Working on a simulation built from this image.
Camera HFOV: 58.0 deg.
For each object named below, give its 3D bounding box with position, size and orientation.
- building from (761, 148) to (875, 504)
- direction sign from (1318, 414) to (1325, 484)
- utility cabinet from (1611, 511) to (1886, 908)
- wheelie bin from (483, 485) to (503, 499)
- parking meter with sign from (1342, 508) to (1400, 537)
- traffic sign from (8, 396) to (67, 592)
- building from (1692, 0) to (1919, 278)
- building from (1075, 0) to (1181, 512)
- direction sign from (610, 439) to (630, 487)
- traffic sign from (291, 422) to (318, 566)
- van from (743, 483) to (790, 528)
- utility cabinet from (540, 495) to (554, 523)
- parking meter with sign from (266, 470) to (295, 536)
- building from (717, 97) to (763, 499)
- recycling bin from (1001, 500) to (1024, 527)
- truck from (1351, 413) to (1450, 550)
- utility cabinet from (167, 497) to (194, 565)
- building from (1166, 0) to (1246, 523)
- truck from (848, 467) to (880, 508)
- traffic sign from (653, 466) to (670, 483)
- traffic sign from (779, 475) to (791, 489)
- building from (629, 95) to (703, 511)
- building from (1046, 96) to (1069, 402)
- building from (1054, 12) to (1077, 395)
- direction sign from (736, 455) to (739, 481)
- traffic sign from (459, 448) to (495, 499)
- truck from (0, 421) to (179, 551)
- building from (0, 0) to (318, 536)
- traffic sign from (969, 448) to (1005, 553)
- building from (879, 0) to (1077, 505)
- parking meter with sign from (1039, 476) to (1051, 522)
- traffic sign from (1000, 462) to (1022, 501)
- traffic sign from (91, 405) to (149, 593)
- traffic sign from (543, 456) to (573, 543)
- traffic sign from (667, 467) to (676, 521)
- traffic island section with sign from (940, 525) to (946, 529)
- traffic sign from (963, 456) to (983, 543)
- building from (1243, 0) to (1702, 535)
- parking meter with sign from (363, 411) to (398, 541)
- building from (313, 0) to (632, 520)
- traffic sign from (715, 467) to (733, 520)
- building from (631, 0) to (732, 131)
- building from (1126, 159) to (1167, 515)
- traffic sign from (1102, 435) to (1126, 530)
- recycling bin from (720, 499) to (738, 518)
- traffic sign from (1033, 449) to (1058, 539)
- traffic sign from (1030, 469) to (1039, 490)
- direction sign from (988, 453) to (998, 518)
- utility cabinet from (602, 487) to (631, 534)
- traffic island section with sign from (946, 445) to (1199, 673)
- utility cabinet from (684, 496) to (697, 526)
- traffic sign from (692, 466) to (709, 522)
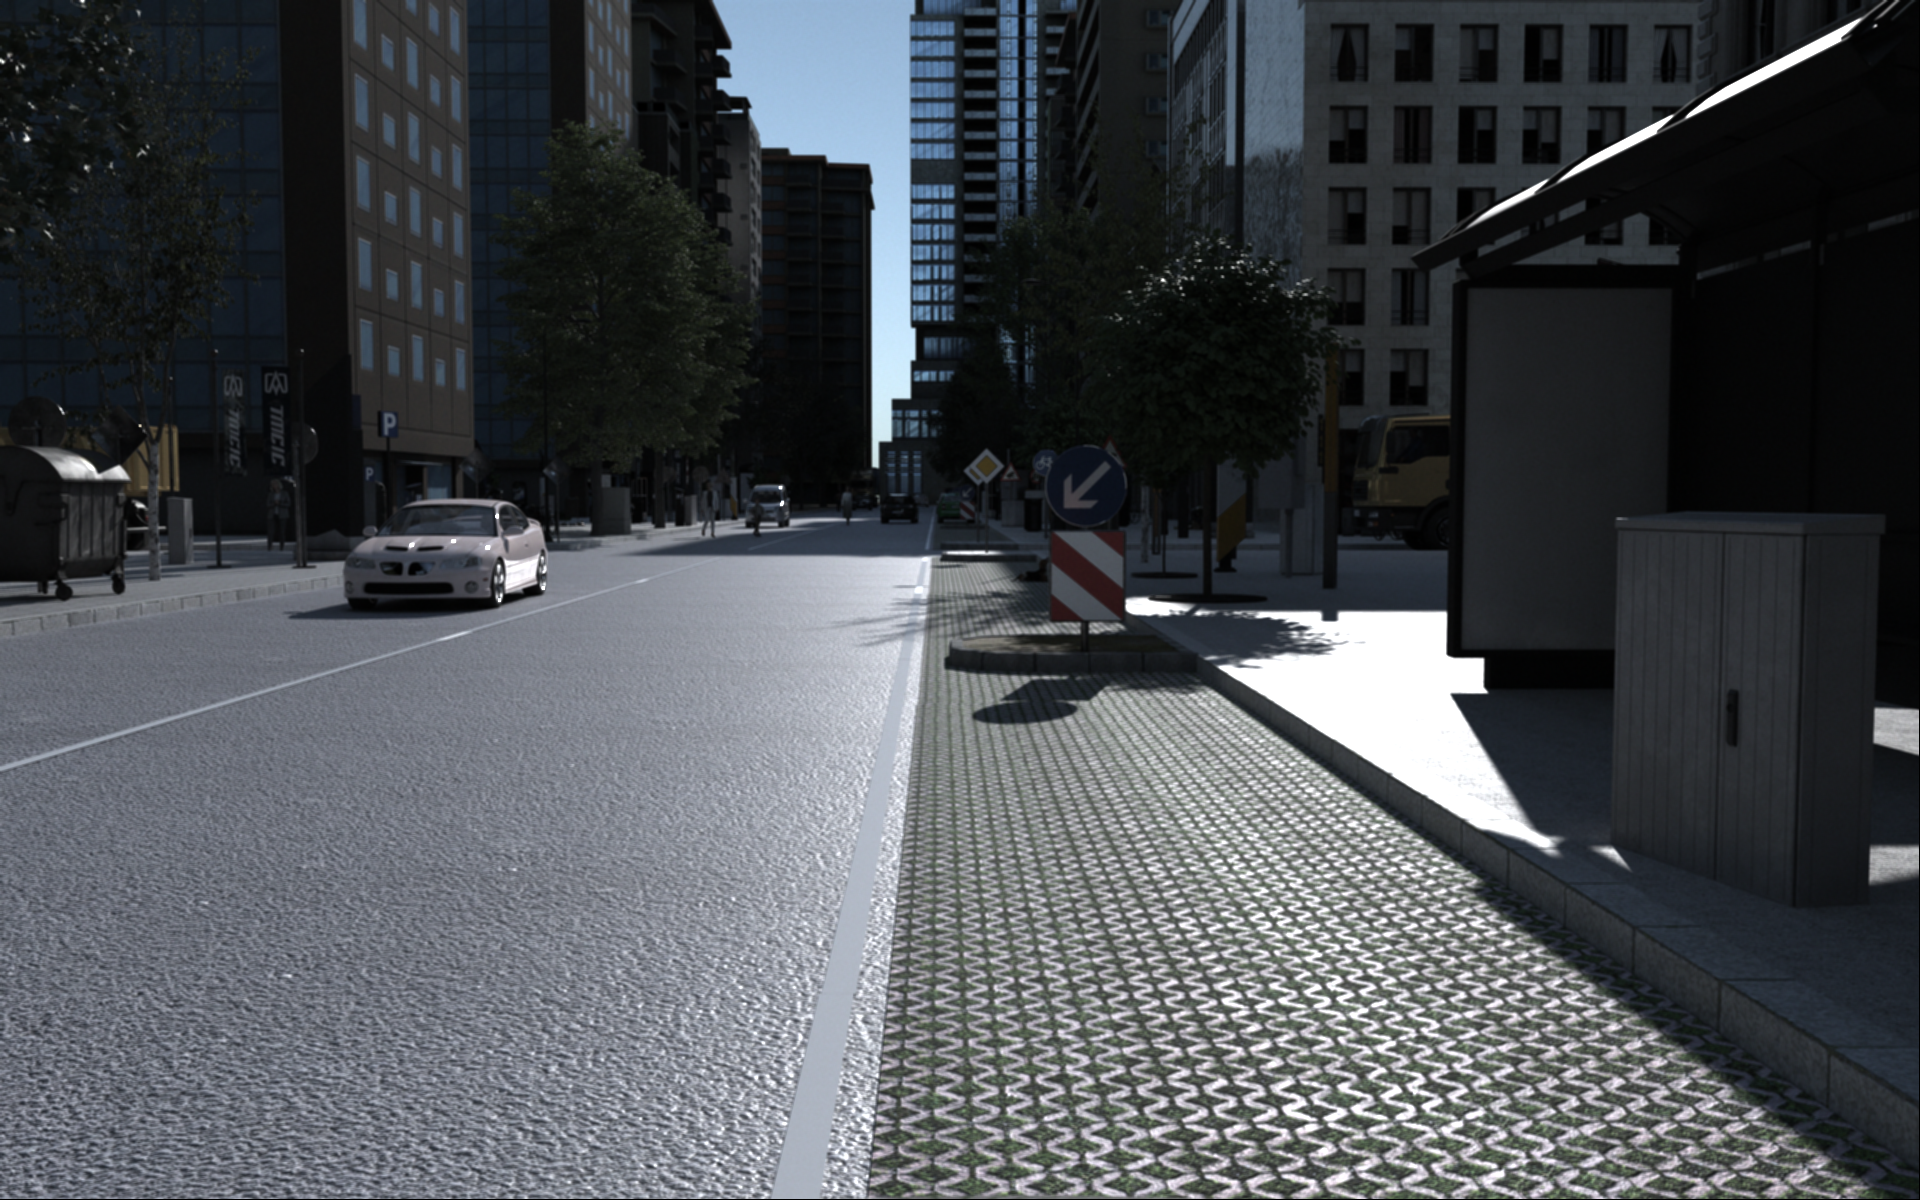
[{"bbox_3d":[-25.569,-34.702,222.005,28.867,44.769,22.147,0,4,-1],"label":"building"},{"bbox_3d":[10.390,-3.519,49.528,0.379,3.537,0.876,2,4,32],"label":"direction sign"},{"bbox_3d":[2.610,0.325,5.851,0.306,1.237,1.020,-1,4,-11],"label":"utility cabinet"},{"bbox_3d":[-16.428,-3.245,60.962,0.693,1.594,0.980,-1,4,-20],"label":"wheelie bin"},{"bbox_3d":[12.454,-3.431,52.353,1.738,3.016,0.543,0,4,7],"label":"parking meter with sign"},{"bbox_3d":[-12.005,-1.372,22.545,0.768,2.556,0.104,0,4,2],"label":"traffic sign"},{"bbox_3d":[17.082,-11.632,19.055,11.050,23.489,19.941,0,4,-1],"label":"building"},{"bbox_3d":[20.326,-31.119,132.497,21.300,48.544,21.600,0,4,-1],"label":"building"},{"bbox_3d":[-13.959,-4.845,71.212,0.876,3.537,0.379,-3,5,-40],"label":"direction sign"},{"bbox_3d":[-11.745,-1.871,30.699,0.768,2.556,0.104,0,4,5],"label":"traffic sign"},{"bbox_3d":[-8.340,-4.165,75.108,2.013,2.044,4.112,0,4,-1],"label":"van"},{"bbox_3d":[-18.213,-3.991,76.412,0.306,1.237,1.020,0,4,6],"label":"utility cabinet"},{"bbox_3d":[-20.089,-3.376,51.458,1.738,3.016,0.543,3,5,43],"label":"parking meter with sign"},{"bbox_3d":[-27.961,-30.399,180.625,14.086,41.232,14.154,0,4,-1],"label":"building"},{"bbox_3d":[2.106,-3.381,67.834,0.722,1.027,0.722,3,5,44],"label":"recycling bin"},{"bbox_3d":[13.747,-2.831,42.214,9.791,3.379,3.469,0,3,0],"label":"truck"},{"bbox_3d":[-14.400,-1.276,32.017,0.306,1.237,1.020,-1,4,-16],"label":"utility cabinet"},{"bbox_3d":[16.402,-15.797,76.297,12.078,24.808,19.932,0,4,-1],"label":"building"},{"bbox_3d":[-10.108,-11.946,184.226,2.839,4.237,11.283,0,4,1],"label":"truck"},{"bbox_3d":[-13.265,-4.707,77.062,0.768,2.556,0.104,0,4,4],"label":"traffic sign"},{"bbox_3d":[-11.563,-6.994,114.465,0.768,2.556,0.104,0,4,1],"label":"traffic sign"},{"bbox_3d":[-27.092,-21.780,127.809,14.160,30.474,14.107,0,4,-1],"label":"building"},{"bbox_3d":[16.004,-30.464,181.687,14.154,41.232,14.086,0,4,-1],"label":"building"},{"bbox_3d":[20.045,-30.801,158.214,22.147,44.769,28.867,0,4,-1],"label":"building"},{"bbox_3d":[-13.171,-6.684,101.280,0.379,3.537,0.876,2,4,26],"label":"direction sign"},{"bbox_3d":[-10.465,-2.074,37.554,0.795,2.450,0.064,0,4,-1],"label":"traffic sign"},{"bbox_3d":[-24.002,-2.770,41.217,9.791,3.379,3.469,0,4,-1],"label":"truck"},{"bbox_3d":[-25.638,-24.996,58.792,14.600,45.320,14.200,0,4,-1],"label":"building"},{"bbox_3d":[0.578,-2.081,37.675,0.795,2.450,0.064,0,4,-1],"label":"traffic sign"},{"bbox_3d":[5.411,-55.595,221.655,31.000,86.520,22.319,0,4,-1],"label":"building"},{"bbox_3d":[4.027,-5.107,79.766,0.543,3.016,1.738,-1,4,-21],"label":"parking meter with sign"},{"bbox_3d":[2.058,-4.286,70.075,0.884,2.594,0.081,0,4,1],"label":"traffic sign"},{"bbox_3d":[-10.907,-1.303,22.496,0.795,2.450,0.064,0,4,7],"label":"traffic sign"},{"bbox_3d":[-10.567,-2.562,45.538,0.795,2.450,0.064,0,4,-1],"label":"traffic sign"},{"bbox_3d":[-13.506,-4.897,80.173,0.768,2.556,0.104,0,4,5],"label":"traffic sign"},{"bbox_3d":[0.177,-3.820,71.078,1.989,1.847,2.006,0,4,-1],"label":"traffic island section with sign"},{"bbox_3d":[0.476,-2.570,45.659,0.795,2.450,0.064,0,4,-1],"label":"traffic sign"},{"bbox_3d":[18.934,-12.484,58.860,16.860,20.320,10.420,0,4,-1],"label":"building"},{"bbox_3d":[-12.816,-2.481,36.817,1.738,3.016,0.543,1,4,20],"label":"parking meter with sign"},{"bbox_3d":[-26.953,-27.476,99.342,14.600,45.320,14.200,0,4,-1],"label":"building"},{"bbox_3d":[-11.507,-5.157,84.315,0.884,2.594,0.081,0,4,2],"label":"traffic sign"},{"bbox_3d":[-31.553,-30.275,149.625,22.147,44.769,28.867,0,4,-1],"label":"building"},{"bbox_3d":[17.374,-17.401,103.592,14.460,24.649,34.723,0,4,-1],"label":"building"},{"bbox_3d":[3.281,-2.324,38.003,0.884,2.594,0.081,0,4,3],"label":"traffic sign"},{"bbox_3d":[-12.209,-4.828,91.497,0.722,1.027,0.722,-3,4,-37],"label":"recycling bin"},{"bbox_3d":[2.460,-3.016,49.422,0.768,2.556,0.104,0,4,3],"label":"traffic sign"},{"bbox_3d":[3.816,-5.207,85.239,0.768,2.556,0.104,0,4,7],"label":"traffic sign"},{"bbox_3d":[1.630,-6.266,94.449,0.876,3.537,0.379,0,4,4],"label":"direction sign"},{"bbox_3d":[-10.971,-2.831,54.961,1.173,1.500,0.318,2,4,34],"label":"utility cabinet"},{"bbox_3d":[0.902,-0.374,14.747,1.989,1.847,2.006,0,4,-1],"label":"traffic island section with sign"},{"bbox_3d":[-10.927,-3.615,70.262,0.306,1.237,1.020,0,4,4],"label":"utility cabinet"},{"bbox_3d":[-11.722,-4.783,78.307,0.768,2.556,0.104,0,4,1],"label":"traffic sign"}]
